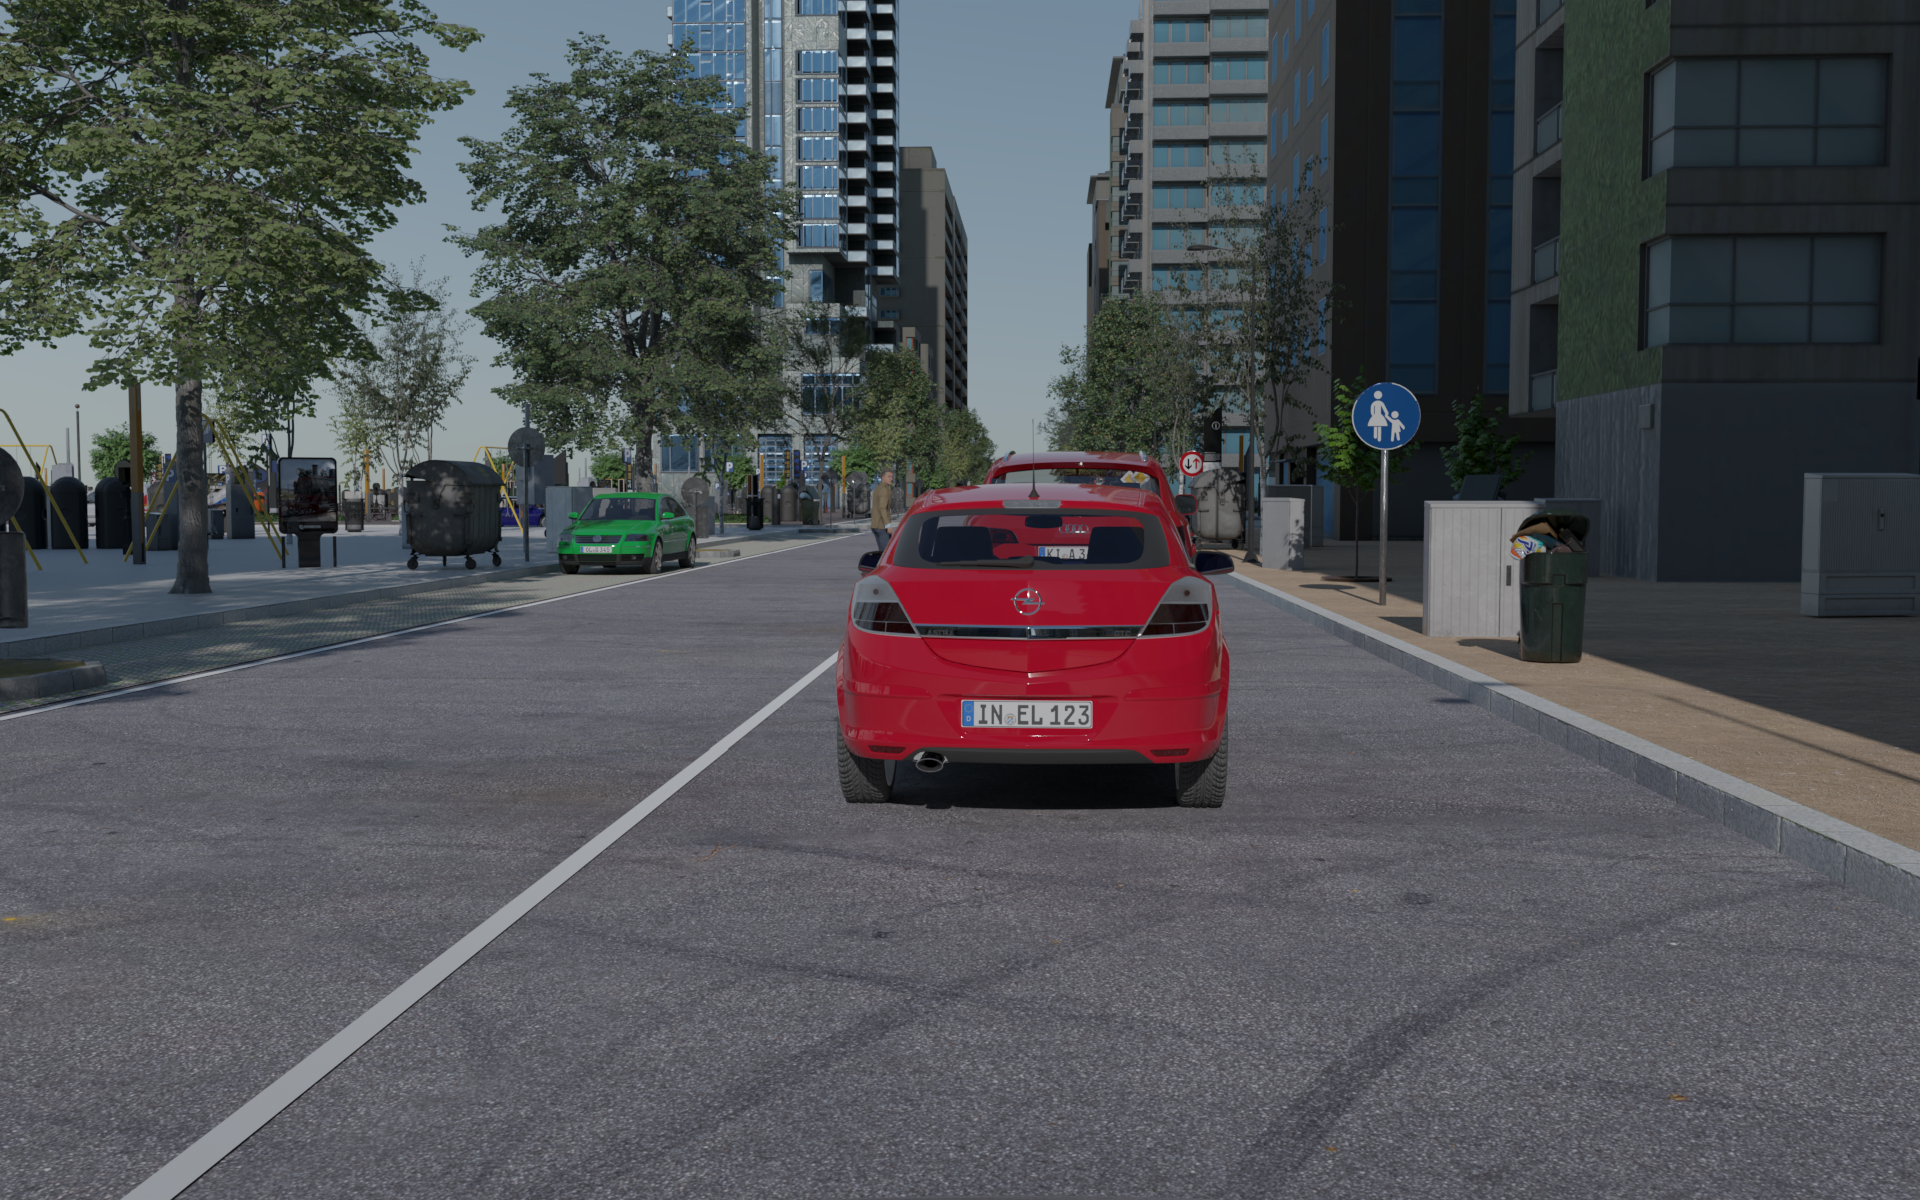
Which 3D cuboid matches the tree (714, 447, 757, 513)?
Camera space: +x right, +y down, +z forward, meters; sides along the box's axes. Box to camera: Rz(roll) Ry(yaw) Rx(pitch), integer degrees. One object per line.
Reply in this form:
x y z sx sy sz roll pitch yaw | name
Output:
-15.538 -8.347 120.192 4.285 4.588 4.351 0 3 0 | tree

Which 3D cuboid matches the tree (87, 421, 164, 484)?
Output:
-37.309 -5.729 77.390 4.285 4.588 4.351 0 3 0 | tree

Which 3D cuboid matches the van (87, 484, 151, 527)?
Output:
-34.556 -3.871 70.309 4.112 2.044 2.013 0 4 2 | van

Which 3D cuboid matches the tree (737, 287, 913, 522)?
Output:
-6.461 -8.829 78.769 8.767 10.594 7.601 0 4 -6 | tree

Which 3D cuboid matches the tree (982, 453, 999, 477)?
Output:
4.287 -22.615 304.171 8.767 10.594 7.601 0 4 6 | tree

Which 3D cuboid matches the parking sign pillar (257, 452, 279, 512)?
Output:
-39.723 -6.886 101.057 1.447 3.967 1.447 1 4 13 | parking sign pillar

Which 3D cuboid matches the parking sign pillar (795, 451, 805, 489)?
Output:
-10.140 -7.380 109.130 1.447 3.967 1.447 -1 4 -19 | parking sign pillar

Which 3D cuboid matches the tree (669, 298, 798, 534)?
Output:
-7.626 -6.477 56.269 4.737 8.622 4.395 0 3 0 | tree

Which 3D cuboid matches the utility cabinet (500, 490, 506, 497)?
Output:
-24.387 -5.147 92.828 0.318 1.500 1.173 0 4 -2 | utility cabinet

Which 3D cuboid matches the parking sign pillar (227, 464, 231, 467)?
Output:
-60.929 -9.607 145.547 1.447 3.967 1.447 -3 4 -36 | parking sign pillar

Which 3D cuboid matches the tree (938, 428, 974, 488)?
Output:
-0.854 -14.681 190.394 4.737 8.622 4.395 0 3 0 | tree

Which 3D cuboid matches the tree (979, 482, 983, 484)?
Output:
1.599 -17.753 240.627 4.737 8.622 4.395 0 3 0 | tree

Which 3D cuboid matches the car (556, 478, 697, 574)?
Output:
-6.128 -1.429 32.166 1.959 1.807 4.718 0 4 4 | car

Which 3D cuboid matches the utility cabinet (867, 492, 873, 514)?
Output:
-6.037 -6.156 109.337 1.173 1.500 0.318 2 4 25 | utility cabinet

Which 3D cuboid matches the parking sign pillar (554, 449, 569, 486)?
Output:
-24.323 -7.112 104.755 1.447 3.967 1.447 1 4 17 | parking sign pillar

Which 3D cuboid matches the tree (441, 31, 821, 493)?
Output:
-8.699 -8.575 46.849 9.857 13.997 8.962 0 3 0 | tree

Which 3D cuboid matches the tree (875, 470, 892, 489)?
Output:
-6.552 -11.564 139.439 4.360 8.622 3.978 0 3 0 | tree

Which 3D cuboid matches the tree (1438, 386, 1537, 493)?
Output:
8.989 -2.192 30.442 1.663 3.219 1.824 0 3 0 | tree

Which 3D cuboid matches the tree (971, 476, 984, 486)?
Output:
2.953 -17.641 272.139 4.285 4.588 4.351 0 3 0 | tree

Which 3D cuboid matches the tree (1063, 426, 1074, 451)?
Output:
12.465 -13.853 176.850 4.737 8.622 4.395 0 3 0 | tree

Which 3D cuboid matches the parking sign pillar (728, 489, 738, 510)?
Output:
-18.949 -9.428 142.615 1.447 3.967 1.447 1 4 11 | parking sign pillar

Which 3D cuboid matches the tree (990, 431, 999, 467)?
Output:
0.695 -18.664 222.158 9.611 12.733 9.660 0 3 0 | tree

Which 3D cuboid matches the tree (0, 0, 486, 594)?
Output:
-10.168 -6.382 22.471 7.486 12.596 7.792 0 3 0 | tree

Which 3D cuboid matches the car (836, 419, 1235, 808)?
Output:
0.449 -0.025 9.451 2.155 1.783 4.494 0 4 4 | car

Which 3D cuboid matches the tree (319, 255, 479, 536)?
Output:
-17.344 -6.284 53.112 4.360 8.622 3.978 0 3 0 | tree

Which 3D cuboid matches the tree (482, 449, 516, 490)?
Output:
-33.391 -8.701 125.968 4.285 4.588 4.351 0 3 0 | tree

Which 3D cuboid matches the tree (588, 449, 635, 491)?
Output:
-23.566 -8.180 117.449 4.285 4.588 4.351 0 3 0 | tree

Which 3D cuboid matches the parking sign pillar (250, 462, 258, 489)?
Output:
-55.636 -9.123 137.627 1.447 3.967 1.447 -2 4 -27 | parking sign pillar

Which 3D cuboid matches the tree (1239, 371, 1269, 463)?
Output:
18.799 -9.347 103.192 4.737 8.622 4.395 0 3 0 | tree

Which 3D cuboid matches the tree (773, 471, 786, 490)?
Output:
-12.849 -8.154 127.926 1.663 3.219 1.824 0 3 0 | tree

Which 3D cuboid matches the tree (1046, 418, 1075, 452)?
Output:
15.064 -19.126 230.829 7.486 12.596 7.792 0 3 0 | tree

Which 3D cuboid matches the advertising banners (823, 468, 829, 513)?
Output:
-8.918 -7.297 115.497 0.090 3.025 2.074 -1 4 -15 | advertising banners

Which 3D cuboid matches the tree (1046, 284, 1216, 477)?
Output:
9.505 -10.883 94.942 9.611 12.733 9.660 0 3 0 | tree

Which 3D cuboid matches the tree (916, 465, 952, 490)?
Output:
-2.356 -10.683 158.379 4.285 4.588 4.351 0 3 0 | tree

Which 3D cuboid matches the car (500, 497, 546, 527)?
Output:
-17.515 -3.478 69.448 3.894 1.354 1.945 0 4 2 | car

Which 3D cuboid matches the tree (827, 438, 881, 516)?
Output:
-6.200 -7.211 101.615 4.285 4.588 4.351 0 3 0 | tree

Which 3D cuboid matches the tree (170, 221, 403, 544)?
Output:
-17.370 -5.730 44.047 4.737 8.622 4.395 0 3 0 | tree

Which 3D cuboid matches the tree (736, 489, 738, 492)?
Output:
-19.322 -9.186 144.785 1.663 3.219 1.824 0 3 0 | tree

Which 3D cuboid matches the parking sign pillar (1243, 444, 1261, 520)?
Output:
14.121 -5.932 85.459 1.447 3.967 1.447 2 4 25 | parking sign pillar

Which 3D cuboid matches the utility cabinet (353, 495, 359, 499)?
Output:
-42.701 -6.814 122.575 0.306 1.237 1.020 -2 4 -34 | utility cabinet

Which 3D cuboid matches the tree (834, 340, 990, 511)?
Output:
-4.674 -13.003 129.604 9.611 12.733 9.660 0 3 0 | tree

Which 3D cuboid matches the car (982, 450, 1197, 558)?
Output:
1.081 -0.450 16.023 2.281 1.827 5.304 0 4 4 | car

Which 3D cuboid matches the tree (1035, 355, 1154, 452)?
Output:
11.233 -13.941 138.313 12.009 13.543 11.850 0 3 0 | tree

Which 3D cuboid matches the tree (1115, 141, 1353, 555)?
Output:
6.197 -5.224 35.779 4.360 8.622 3.978 0 3 0 | tree

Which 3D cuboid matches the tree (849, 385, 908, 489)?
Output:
-5.242 -10.044 114.577 4.737 8.622 4.395 0 3 0 | tree

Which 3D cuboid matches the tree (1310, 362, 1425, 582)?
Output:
6.007 -1.893 25.560 1.663 3.219 1.824 0 3 0 | tree
